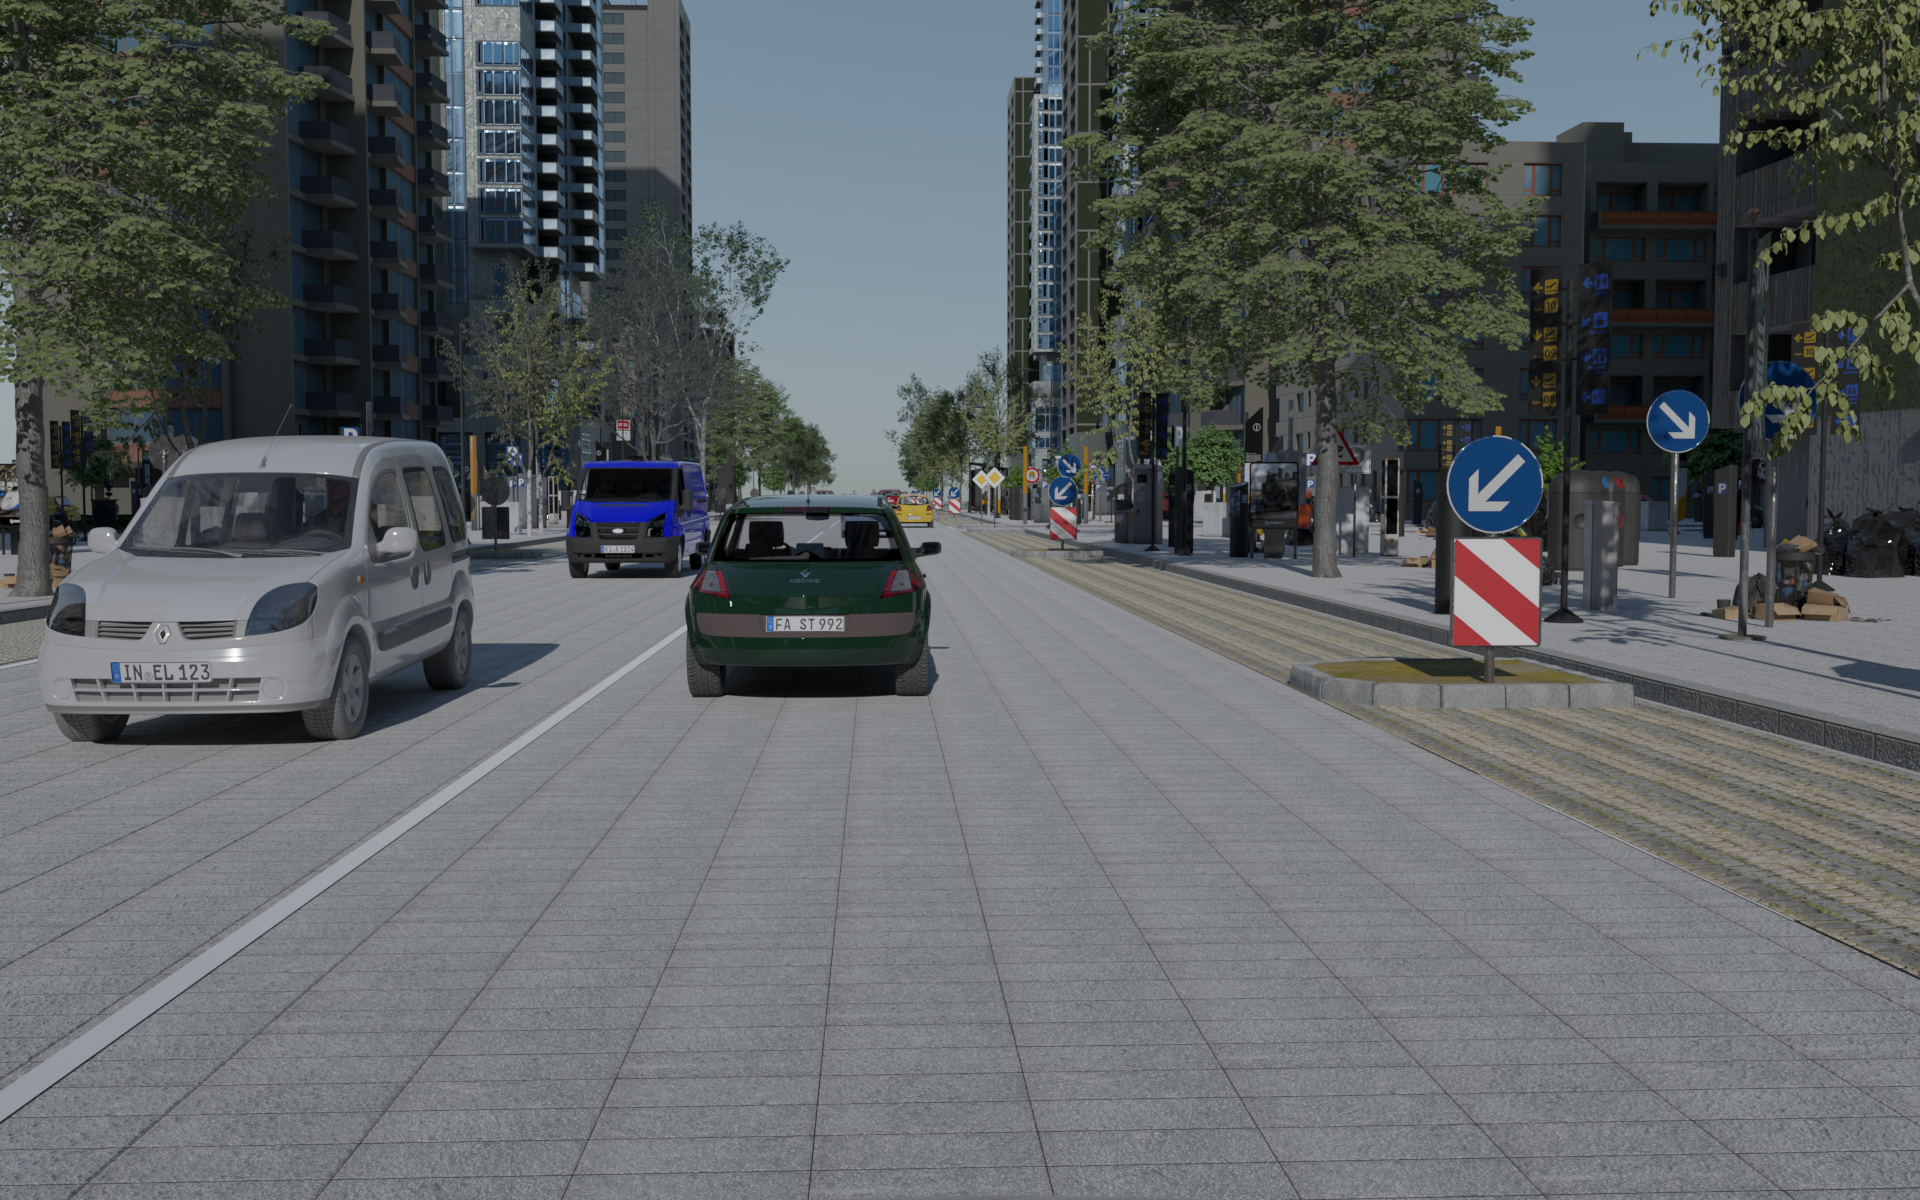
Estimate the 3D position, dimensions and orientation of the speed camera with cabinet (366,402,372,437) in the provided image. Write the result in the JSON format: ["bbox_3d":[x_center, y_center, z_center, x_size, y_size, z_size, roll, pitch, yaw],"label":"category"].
[{"bbox_3d":[-12.846,-2.583,36.569,0.660,3.252,2.038,2,4,28],"label":"speed camera with cabinet"}]

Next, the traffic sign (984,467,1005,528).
[{"bbox_3d":[1.283,-3.723,64.515,0.795,2.450,0.064,0,4,-3],"label":"traffic sign"}]

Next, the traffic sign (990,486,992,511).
[{"bbox_3d":[2.215,-7.614,124.591,0.768,2.556,0.104,0,4,-1],"label":"traffic sign"}]

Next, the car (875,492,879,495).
[{"bbox_3d":[-14.345,-17.681,297.759,2.281,1.827,5.304,0,4,-3],"label":"car"}]

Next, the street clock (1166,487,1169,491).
[{"bbox_3d":[11.596,-5.560,95.480,0.471,2.002,0.358,3,5,40],"label":"street clock"}]

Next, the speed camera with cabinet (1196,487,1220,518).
[{"bbox_3d":[13.906,-6.152,94.918,2.038,3.252,0.660,-2,4,-30],"label":"speed camera with cabinet"}]

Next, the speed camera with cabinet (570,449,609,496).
[{"bbox_3d":[-16.107,-5.008,76.216,2.038,3.252,0.660,-2,4,-28],"label":"speed camera with cabinet"}]

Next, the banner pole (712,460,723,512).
[{"bbox_3d":[-17.803,-8.398,127.322,0.863,3.779,0.401,0,4,-4],"label":"banner pole"}]

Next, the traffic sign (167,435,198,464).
[{"bbox_3d":[-16.618,-2.266,37.155,0.768,2.556,0.104,0,4,-1],"label":"traffic sign"}]

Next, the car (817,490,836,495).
[{"bbox_3d":[-12.618,-9.338,161.349,2.281,1.827,5.304,0,4,-1],"label":"car"}]

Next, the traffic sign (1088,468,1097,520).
[{"bbox_3d":[6.477,-5.155,84.383,0.768,2.556,0.104,0,4,-2],"label":"traffic sign"}]

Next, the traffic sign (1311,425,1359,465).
[{"bbox_3d":[6.944,-1.965,32.124,0.884,2.594,0.081,0,4,1],"label":"traffic sign"}]

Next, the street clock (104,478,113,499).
[{"bbox_3d":[-38.026,-4.454,77.386,0.358,2.002,0.471,0,4,-4],"label":"street clock"}]

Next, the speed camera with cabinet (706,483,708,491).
[{"bbox_3d":[-19.675,-8.309,130.194,0.660,3.252,2.038,2,4,24],"label":"speed camera with cabinet"}]

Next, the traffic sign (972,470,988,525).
[{"bbox_3d":[0.903,-4.211,72.491,0.795,2.450,0.064,0,4,-3],"label":"traffic sign"}]

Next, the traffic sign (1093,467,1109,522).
[{"bbox_3d":[6.506,-4.902,80.249,0.768,2.556,0.104,0,4,3],"label":"traffic sign"}]

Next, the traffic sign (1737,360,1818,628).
[{"bbox_3d":[7.789,-1.008,16.595,0.768,2.556,0.104,0,4,0],"label":"traffic sign"}]

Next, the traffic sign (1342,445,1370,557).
[{"bbox_3d":[7.985,-2.012,35.031,0.606,2.300,0.079,0,4,0],"label":"traffic sign"}]

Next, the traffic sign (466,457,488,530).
[{"bbox_3d":[-17.059,-3.756,61.410,0.884,2.594,0.081,0,4,2],"label":"traffic sign"}]

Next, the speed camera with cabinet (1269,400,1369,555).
[{"bbox_3d":[7.620,-2.595,36.763,2.038,3.252,0.660,0,4,-6],"label":"speed camera with cabinet"}]

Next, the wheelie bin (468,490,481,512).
[{"bbox_3d":[-25.977,-5.190,92.770,0.693,1.594,0.980,-2,4,-32],"label":"wheelie bin"}]

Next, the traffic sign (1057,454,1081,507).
[{"bbox_3d":[3.473,-3.365,55.127,0.768,2.556,0.104,0,4,-1],"label":"traffic sign"}]

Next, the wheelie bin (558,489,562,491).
[{"bbox_3d":[-23.408,-5.686,100.878,0.693,1.594,0.980,1,4,19],"label":"wheelie bin"}]

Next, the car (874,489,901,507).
[{"bbox_3d":[-4.895,-6.880,121.169,2.281,1.827,5.304,0,4,-2],"label":"car"}]

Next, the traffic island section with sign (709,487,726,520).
[{"bbox_3d":[-13.089,-5.273,94.840,1.989,1.847,2.006,0,4,-3],"label":"traffic island section with sign"}]

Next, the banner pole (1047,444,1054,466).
[{"bbox_3d":[4.499,-5.861,85.851,0.401,3.779,0.863,2,4,31],"label":"banner pole"}]

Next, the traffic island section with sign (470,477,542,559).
[{"bbox_3d":[-10.420,-1.836,38.642,1.989,1.847,2.006,0,4,-3],"label":"traffic island section with sign"}]

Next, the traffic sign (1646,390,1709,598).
[{"bbox_3d":[8.772,-1.294,21.260,0.768,2.556,0.104,0,4,0],"label":"traffic sign"}]

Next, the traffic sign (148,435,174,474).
[{"bbox_3d":[-17.145,-2.278,37.355,0.768,2.556,0.104,0,4,7],"label":"traffic sign"}]

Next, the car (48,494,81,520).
[{"bbox_3d":[-36.133,-3.458,66.757,3.980,1.641,2.015,0,4,-2],"label":"car"}]

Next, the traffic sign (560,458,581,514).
[{"bbox_3d":[-14.071,-3.842,62.825,0.884,2.594,0.081,0,4,-2],"label":"traffic sign"}]

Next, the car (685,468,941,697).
[{"bbox_3d":[-1.132,-0.236,13.644,2.009,1.686,4.222,0,4,-3],"label":"car"}]

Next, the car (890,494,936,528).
[{"bbox_3d":[-2.018,-3.942,74.677,2.015,1.641,3.980,0,4,-2],"label":"car"}]

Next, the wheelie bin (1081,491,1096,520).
[{"bbox_3d":[6.450,-4.818,86.688,0.693,1.594,0.980,1,4,11],"label":"wheelie bin"}]

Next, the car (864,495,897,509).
[{"bbox_3d":[-3.089,-2.799,57.760,2.014,1.417,4.499,0,4,-3],"label":"car"}]

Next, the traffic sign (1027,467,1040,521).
[{"bbox_3d":[3.411,-5.023,82.225,0.768,2.556,0.104,0,4,-1],"label":"traffic sign"}]

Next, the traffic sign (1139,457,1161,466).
[{"bbox_3d":[6.253,-3.489,57.150,0.768,2.556,0.104,0,4,5],"label":"traffic sign"}]

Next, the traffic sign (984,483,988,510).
[{"bbox_3d":[1.802,-7.595,124.185,0.884,2.594,0.081,0,4,5],"label":"traffic sign"}]

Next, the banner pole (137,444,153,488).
[{"bbox_3d":[-40.776,-5.905,86.560,0.863,3.779,0.401,-2,4,-31],"label":"banner pole"}]

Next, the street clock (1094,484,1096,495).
[{"bbox_3d":[8.404,-6.301,107.583,0.471,2.002,0.358,1,4,23],"label":"street clock"}]

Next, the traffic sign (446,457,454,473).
[{"bbox_3d":[-17.417,-3.558,58.284,0.768,2.556,0.104,0,4,6],"label":"traffic sign"}]

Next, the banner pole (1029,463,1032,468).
[{"bbox_3d":[5.707,-9.190,140.268,0.401,3.779,0.863,2,4,25],"label":"banner pole"}]

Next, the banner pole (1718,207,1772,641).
[{"bbox_3d":[6.886,-1.529,15.013,0.401,3.779,0.863,1,4,12],"label":"banner pole"}]

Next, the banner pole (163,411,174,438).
[{"bbox_3d":[-23.792,-3.798,52.121,0.401,3.779,0.863,0,4,1],"label":"banner pole"}]

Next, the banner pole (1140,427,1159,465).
[{"bbox_3d":[6.236,-4.068,56.532,0.863,3.779,0.401,-1,4,-21],"label":"banner pole"}]

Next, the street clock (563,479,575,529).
[{"bbox_3d":[-14.501,-3.654,64.315,0.358,2.002,0.471,1,4,19],"label":"street clock"}]

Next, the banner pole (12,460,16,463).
[{"bbox_3d":[-60.320,-7.398,110.982,0.401,3.779,0.863,2,4,31],"label":"banner pole"}]

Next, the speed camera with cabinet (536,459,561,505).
[{"bbox_3d":[-21.337,-5.874,90.383,2.038,3.252,0.660,1,4,10],"label":"speed camera with cabinet"}]

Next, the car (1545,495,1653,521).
[{"bbox_3d":[25.630,-3.677,69.163,4.494,1.783,2.155,0,4,-4],"label":"car"}]
